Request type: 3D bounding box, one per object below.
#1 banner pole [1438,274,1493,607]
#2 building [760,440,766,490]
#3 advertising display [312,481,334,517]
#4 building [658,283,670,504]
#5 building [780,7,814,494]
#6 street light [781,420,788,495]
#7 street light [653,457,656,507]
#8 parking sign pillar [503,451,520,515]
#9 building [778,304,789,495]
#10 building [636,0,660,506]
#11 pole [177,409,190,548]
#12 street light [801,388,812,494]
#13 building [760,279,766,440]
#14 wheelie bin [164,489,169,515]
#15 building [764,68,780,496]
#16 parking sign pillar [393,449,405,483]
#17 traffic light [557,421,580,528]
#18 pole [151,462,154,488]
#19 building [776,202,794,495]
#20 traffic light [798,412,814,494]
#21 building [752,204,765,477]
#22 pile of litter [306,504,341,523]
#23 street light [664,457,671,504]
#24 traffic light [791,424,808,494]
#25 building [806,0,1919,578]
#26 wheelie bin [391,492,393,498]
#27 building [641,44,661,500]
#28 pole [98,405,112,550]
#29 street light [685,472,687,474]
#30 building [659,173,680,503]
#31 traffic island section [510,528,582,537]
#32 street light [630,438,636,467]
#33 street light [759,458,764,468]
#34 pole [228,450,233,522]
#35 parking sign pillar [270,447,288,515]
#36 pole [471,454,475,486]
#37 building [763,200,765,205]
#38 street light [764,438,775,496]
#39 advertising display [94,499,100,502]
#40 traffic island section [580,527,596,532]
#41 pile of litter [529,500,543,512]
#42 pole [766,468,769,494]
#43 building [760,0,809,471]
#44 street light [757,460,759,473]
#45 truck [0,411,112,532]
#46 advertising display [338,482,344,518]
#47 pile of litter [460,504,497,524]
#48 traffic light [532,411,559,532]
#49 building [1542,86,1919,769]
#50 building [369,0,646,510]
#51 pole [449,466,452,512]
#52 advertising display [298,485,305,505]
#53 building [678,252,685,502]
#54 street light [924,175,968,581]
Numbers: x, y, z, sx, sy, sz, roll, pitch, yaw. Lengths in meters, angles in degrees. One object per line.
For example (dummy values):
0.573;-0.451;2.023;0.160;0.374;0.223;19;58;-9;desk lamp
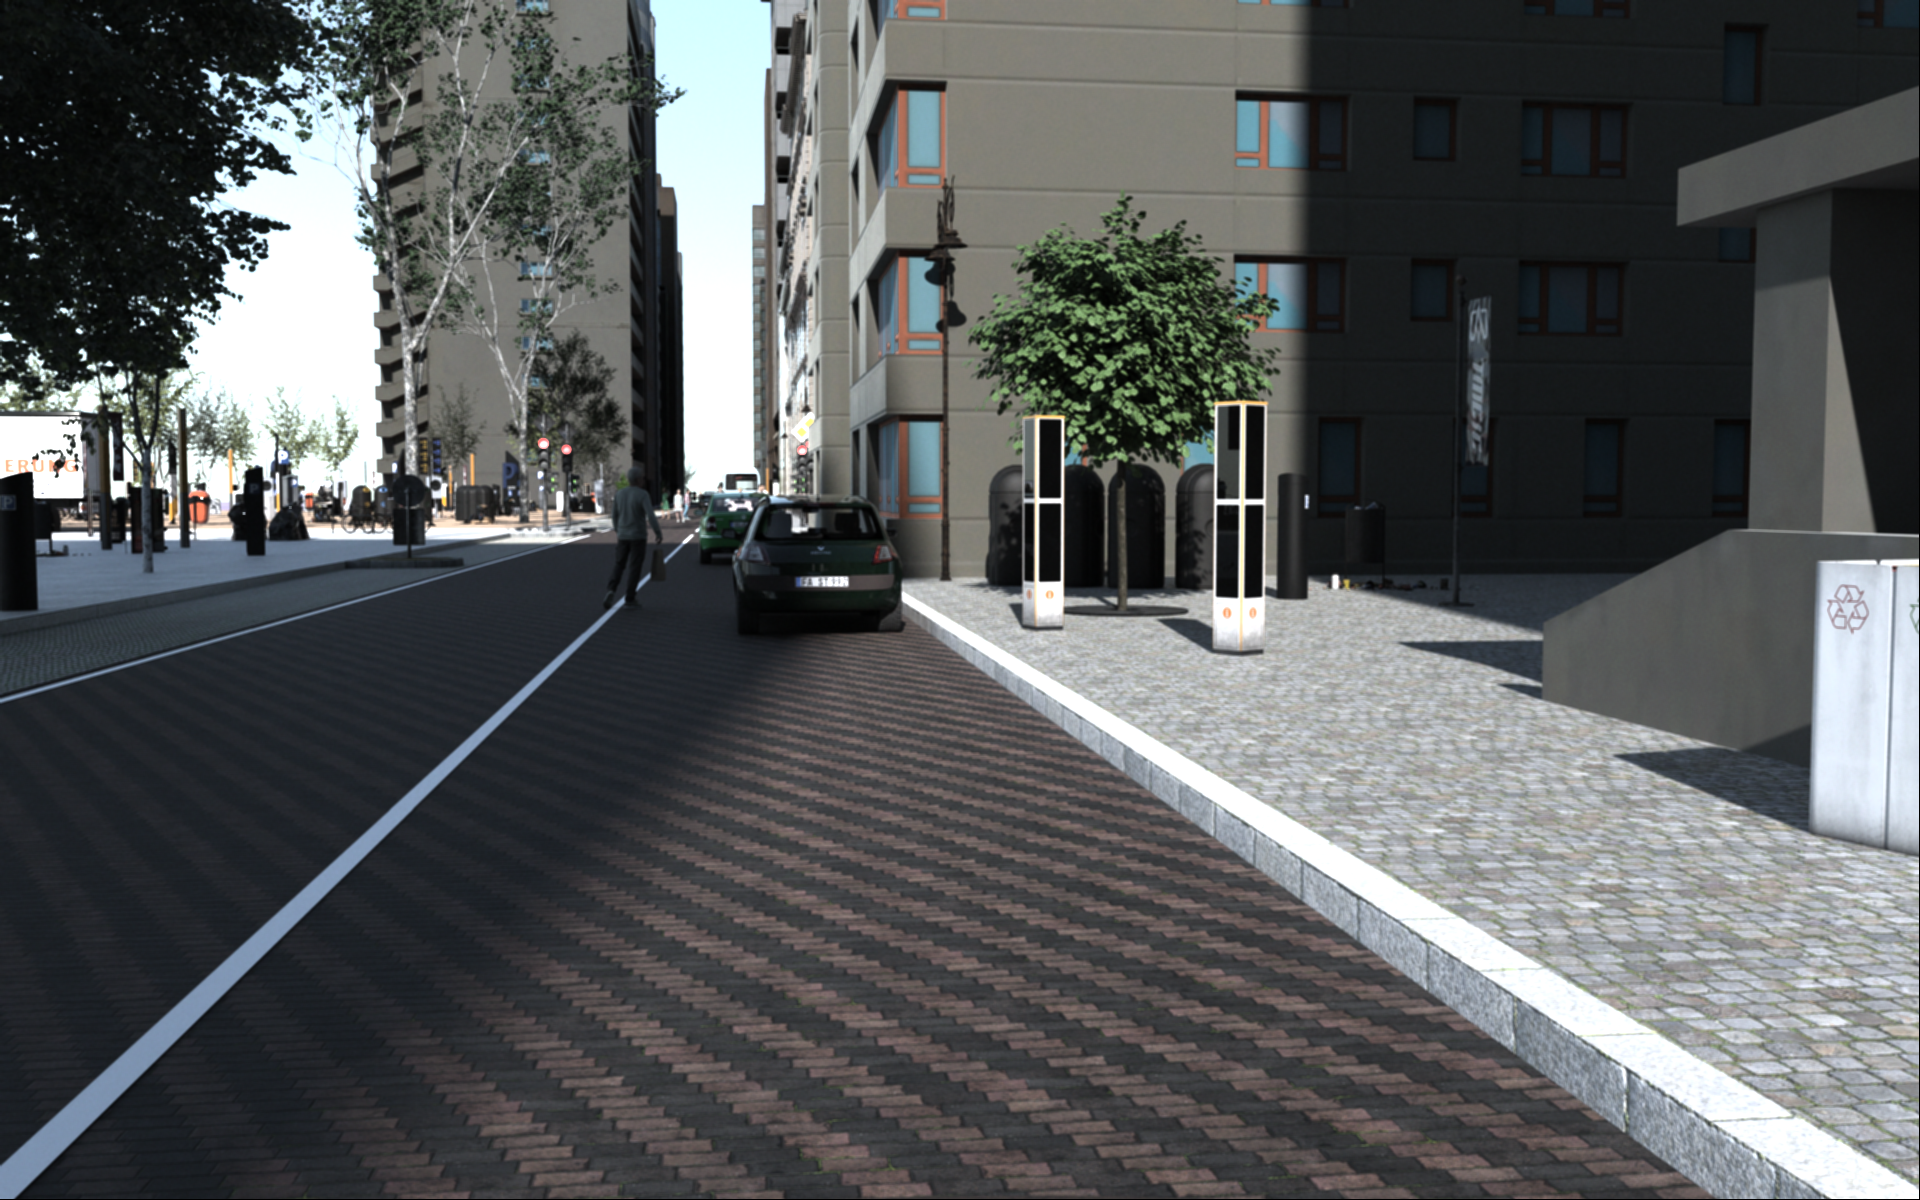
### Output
5.757;-1.807;19.568;0.401;3.779;0.863;-1;4;-14;banner pole
-12.118;-54.386;201.876;22.319;86.520;31.000;0;4;-7;building
-30.298;-4.720;82.384;0.974;1.923;0.123;0;4;-2;advertising display
-46.077;-28.024;229.890;14.160;30.474;14.107;0;4;-7;building
-2.734;-17.893;89.821;12.463;27.353;25.104;0;4;-7;building
-10.937;-8.273;108.054;0.468;5.910;1.993;0;4;-7;street light
-31.290;-12.463;176.564;0.468;5.910;1.993;0;4;-7;street light
-27.785;-7.280;107.504;1.447;3.967;1.447;2;4;34;parking sign pillar
-8.635;-17.116;134.602;10.420;20.320;16.860;0;4;-7;building
-44.344;-39.601;189.480;21.231;58.520;28.212;0;4;-7;building
-18.596;-2.913;41.469;0.158;3.312;0.155;0;3;0;pole
-6.561;-6.188;73.969;0.468;5.910;1.993;0;4;-7;street light
-19.861;-28.249;233.565;14.160;30.474;14.107;0;4;-7;building
-48.974;-6.029;106.475;0.693;1.594;0.980;2;4;35;wheelie bin
-13.221;-32.424;180.246;14.600;45.320;14.200;0;4;-7;building
-33.131;-6.964;102.332;1.447;3.967;1.447;0;4;-5;parking sign pillar
-15.010;-4.735;66.335;0.839;4.253;0.868;0;4;-7;traffic light
-51.412;-7.122;110.287;0.158;3.312;0.155;0;3;0;pole
-5.137;-16.674;114.415;13.314;21.916;24.055;0;4;-7;building
-5.149;-4.321;59.572;0.839;4.253;0.868;0;4;-7;traffic light
-22.514;-34.464;247.082;14.154;41.232;14.086;0;4;-7;building
-28.524;-3.873;77.289;1.719;0.858;1.176;1;4;22;pile of litter
-35.898;-14.581;211.184;0.468;5.910;1.993;0;4;-7;street light
-6.175;-4.806;67.491;0.839;4.253;0.868;0;4;-7;traffic light
10.739;-12.039;41.875;27.650;21.520;28.899;0;4;-7;building
-45.346;-7.911;137.249;0.980;1.594;0.693;3;5;43;wheelie bin
-37.437;-31.763;169.431;14.600;45.320;14.200;0;4;-7;building
-19.718;-2.819;39.933;0.158;3.312;0.155;0;3;0;pole
-46.458;-19.624;293.638;0.468;5.910;1.993;0;4;-7;street light
-46.943;-36.363;244.649;14.600;45.320;14.200;0;4;-7;building
-14.026;-2.218;58.546;2.009;0.180;2.903;0;4;-7;traffic island section
-26.976;-10.403;142.879;0.468;5.910;1.993;0;4;-7;street light
-20.704;-12.871;183.224;0.468;5.910;1.993;0;4;-7;street light
-33.392;-5.228;79.326;0.158;3.312;0.155;0;3;0;pole
-38.559;-6.702;98.045;1.447;3.967;1.447;0;4;4;parking sign pillar
-24.769;-5.764;88.080;0.158;3.312;0.155;0;3;0;pole
-20.614;-39.838;270.966;23.786;49.044;30.456;0;4;-7;building
-16.439;-10.810;149.533;0.468;5.910;1.993;0;4;-7;street light
-63.110;-7.426;126.629;0.123;1.923;0.974;0;4;2;advertising display
-15.051;-2.702;66.465;2.009;0.180;2.903;0;4;-7;traffic island section
-30.733;-6.824;125.542;1.176;0.858;1.719;0;4;1;pile of litter
-15.284;-8.783;137.444;0.158;3.312;0.155;0;3;0;pole
-3.659;-34.924;160.240;28.713;52.752;27.495;0;4;-7;building
-25.075;-14.960;217.381;0.468;5.910;1.993;0;4;-7;street light
-35.309;-4.298;59.183;11.283;4.237;2.839;0;4;-5;truck
-33.343;-5.388;93.313;0.123;1.923;0.974;-1;4;-11;advertising display
-20.436;-3.668;73.942;1.719;0.858;1.176;1;4;16;pile of litter
-13.985;-4.250;58.416;0.839;4.253;0.868;0;4;-7;traffic light
20.486;-19.136;4.748;32.217;40.220;23.993;0;4;-7;building
-38.898;-32.214;150.408;21.300;48.544;21.600;0;4;-7;building
-36.770;-8.024;125.036;0.158;3.312;0.155;0;3;0;pole
-48.945;-7.517;128.120;0.974;1.923;0.123;-2;4;-25;advertising display
-52.463;-36.673;283.196;14.154;41.232;14.086;0;4;-7;building
-0.214;-3.224;25.494;0.468;5.910;1.993;0;4;-7;street light
